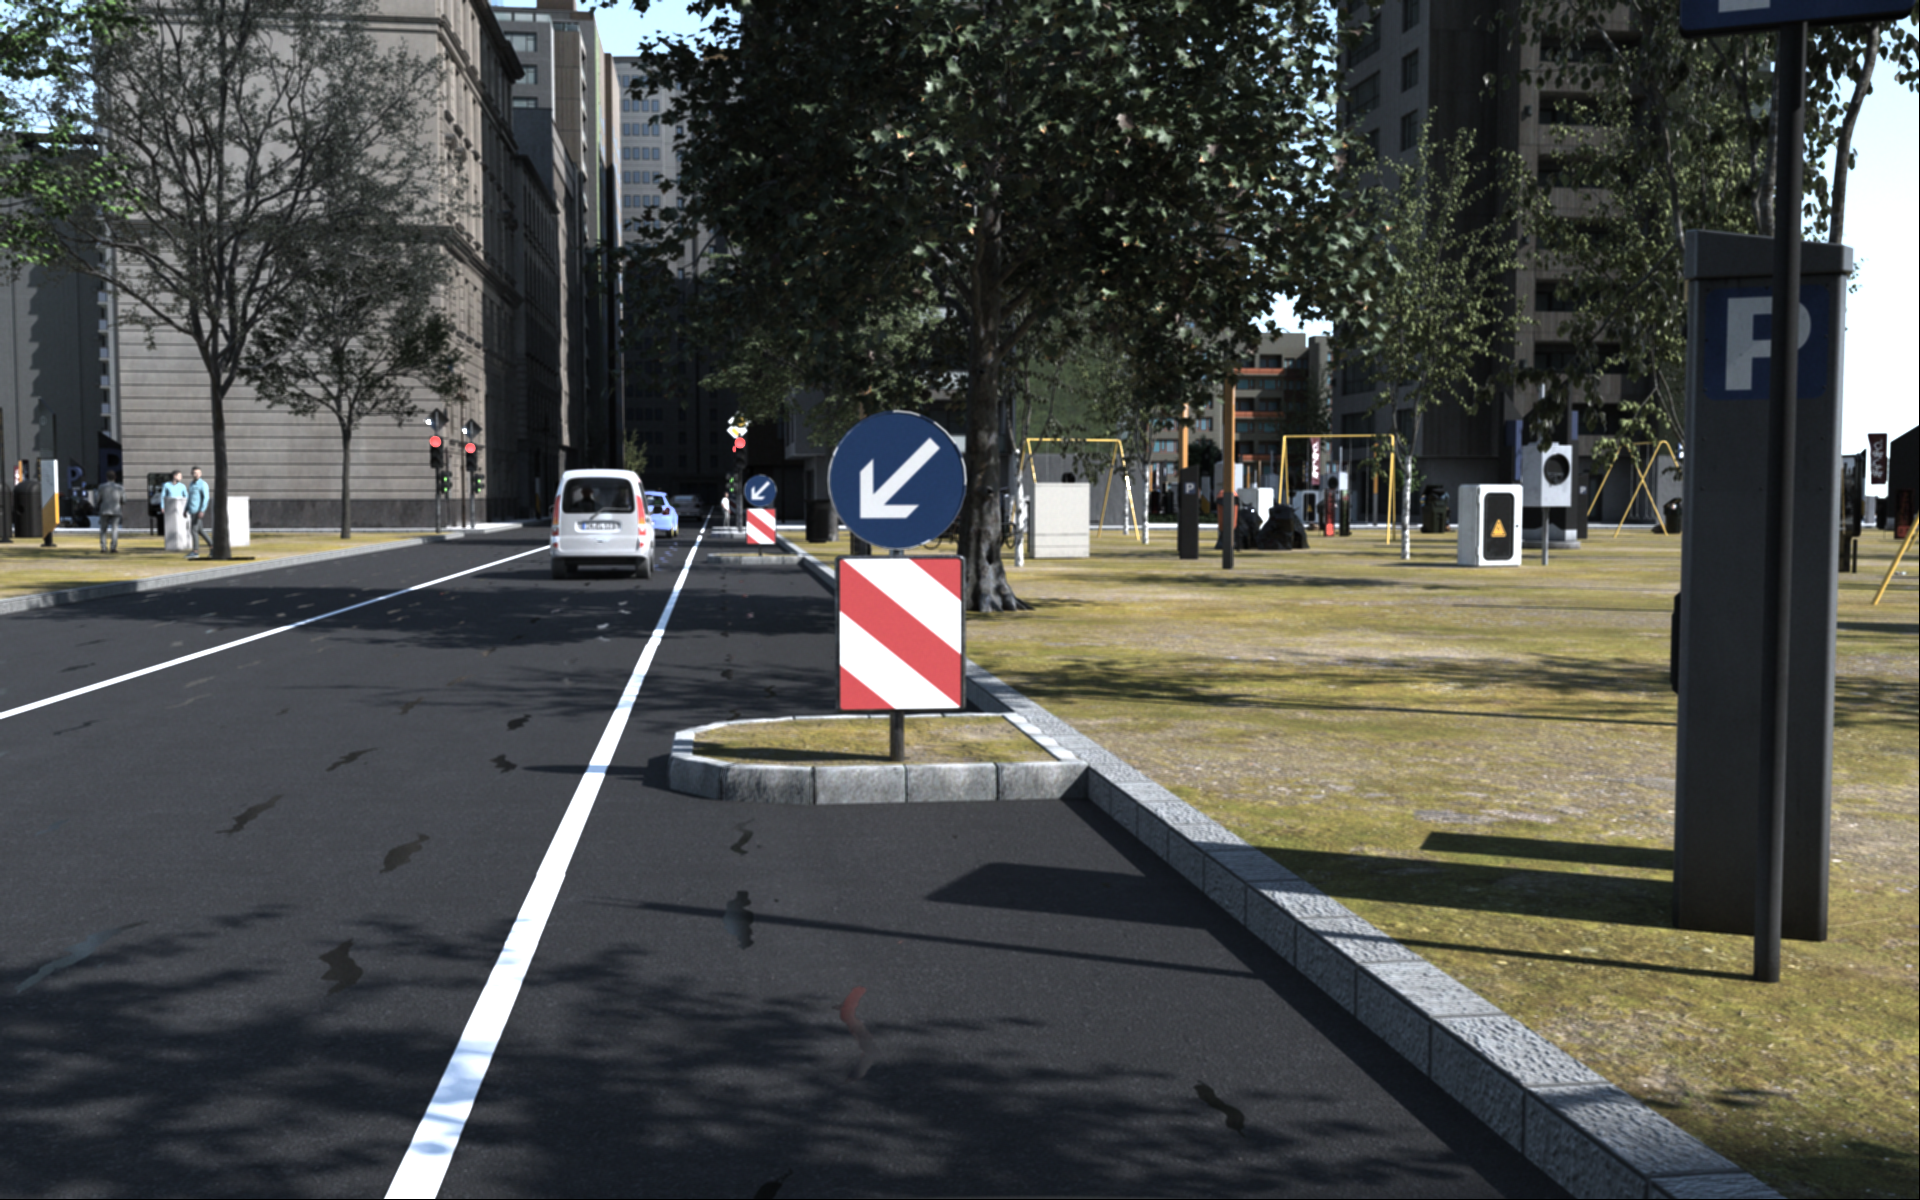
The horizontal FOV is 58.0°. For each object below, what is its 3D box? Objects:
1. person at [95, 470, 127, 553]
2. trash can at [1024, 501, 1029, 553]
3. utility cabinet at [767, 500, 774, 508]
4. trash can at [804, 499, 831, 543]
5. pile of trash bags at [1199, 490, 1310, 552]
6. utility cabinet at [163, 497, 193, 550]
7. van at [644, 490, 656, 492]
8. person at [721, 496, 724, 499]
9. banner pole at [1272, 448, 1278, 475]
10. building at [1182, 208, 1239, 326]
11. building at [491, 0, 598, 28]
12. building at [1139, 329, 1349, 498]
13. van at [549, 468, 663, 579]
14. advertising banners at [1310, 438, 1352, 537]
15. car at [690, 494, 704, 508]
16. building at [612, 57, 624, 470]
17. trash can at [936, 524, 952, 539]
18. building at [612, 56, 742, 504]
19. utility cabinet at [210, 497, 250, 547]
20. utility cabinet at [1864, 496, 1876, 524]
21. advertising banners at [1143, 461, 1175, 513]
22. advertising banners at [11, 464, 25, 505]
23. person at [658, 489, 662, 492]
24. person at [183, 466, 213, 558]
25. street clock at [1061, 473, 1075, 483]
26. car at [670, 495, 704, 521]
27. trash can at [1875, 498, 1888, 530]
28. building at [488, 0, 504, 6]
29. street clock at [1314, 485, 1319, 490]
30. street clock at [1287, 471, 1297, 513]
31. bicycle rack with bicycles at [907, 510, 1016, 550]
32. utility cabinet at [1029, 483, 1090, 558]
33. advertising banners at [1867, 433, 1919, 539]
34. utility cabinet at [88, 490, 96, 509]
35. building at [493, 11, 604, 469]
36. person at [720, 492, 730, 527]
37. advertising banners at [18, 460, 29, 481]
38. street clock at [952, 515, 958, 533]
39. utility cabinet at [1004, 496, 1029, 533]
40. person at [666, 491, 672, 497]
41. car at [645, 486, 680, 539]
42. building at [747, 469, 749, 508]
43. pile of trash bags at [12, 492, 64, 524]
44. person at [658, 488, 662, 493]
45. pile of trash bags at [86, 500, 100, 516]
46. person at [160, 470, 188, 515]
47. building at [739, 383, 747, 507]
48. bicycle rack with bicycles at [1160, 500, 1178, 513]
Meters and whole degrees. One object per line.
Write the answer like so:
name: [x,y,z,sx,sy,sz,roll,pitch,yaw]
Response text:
person: [-18.507,-1.927,37.741,0.606,1.804,0.583,-2,4,-32]
trash can: [1.719,-1.506,36.280,0.748,1.137,0.748,0,3,0]
utility cabinet: [-8.149,-3.885,74.677,0.306,1.237,1.020,0,4,-5]
trash can: [-3.754,-2.075,45.575,0.748,1.137,0.748,0,3,0]
pile of trash bags: [6.707,-1.839,39.815,1.912,1.369,3.447,2,4,31]
utility cabinet: [-18.015,-1.759,39.923,0.306,1.237,1.020,0,4,-5]
van: [-29.003,-9.464,161.741,2.013,2.044,4.112,-1,4,-10]
person: [-24.814,-10.651,183.353,0.721,1.735,1.217,3,4,37]
banner pole: [17.091,-6.364,94.060,0.401,3.779,0.863,-1,4,-20]
building: [29.702,-35.952,237.930,14.200,45.320,14.600,0,4,-8]
building: [-39.757,-31.089,158.417,14.600,45.320,14.200,0,4,-8]
building: [33.344,-22.354,210.526,28.899,21.520,27.650,0,4,-8]
van: [-6.282,-1.445,30.643,2.013,2.044,4.112,-1,4,-8]
advertising banners: [11.138,-3.418,52.079,2.074,3.025,0.090,-3,5,-41]
car: [-27.743,-10.322,180.767,2.014,1.417,4.499,0,4,-7]
building: [-41.067,-31.953,172.545,14.600,45.320,14.200,0,4,-8]
trash can: [-0.530,-2.347,50.035,0.748,1.137,0.748,0,3,0]
building: [-41.140,-42.165,231.401,28.212,58.520,21.231,0,4,-8]
utility cabinet: [-17.902,-1.916,42.492,0.306,1.237,1.020,1,4,18]
utility cabinet: [39.506,-3.916,75.189,0.306,1.237,1.020,1,4,20]
advertising banners: [10.294,-5.800,91.022,2.074,3.025,0.090,1,4,22]
advertising banners: [-58.880,-6.789,107.184,0.090,3.025,2.074,1,4,13]
person: [-18.285,-5.873,105.356,0.563,1.720,0.643,-2,4,-29]
person: [-15.340,-1.780,35.005,0.748,1.841,0.638,-3,5,-41]
street clock: [3.656,-3.304,58.586,0.471,2.002,0.358,-3,5,-43]
car: [-14.670,-4.888,92.286,2.083,1.381,4.827,-1,4,-8]
trash can: [33.511,-3.121,62.681,0.748,1.137,0.748,0,3,0]
building: [-71.352,-55.910,226.806,31.000,86.520,22.319,0,4,-8]
street clock: [22.362,-6.360,108.550,0.358,2.002,0.471,-1,4,-13]
street clock: [10.537,-3.090,55.084,0.358,2.002,0.471,2,4,24]
bicycle rack with bicycles: [0.262,-1.627,39.982,2.852,0.926,2.925,3,5,45]
utility cabinet: [1.969,-1.572,34.379,1.173,1.500,0.318,-1,4,-19]
advertising banners: [26.880,-3.241,49.182,2.074,3.025,0.090,2,4,27]
utility cabinet: [-52.026,-5.817,103.782,0.318,1.500,1.173,-1,4,-22]
building: [-37.422,-28.178,144.302,14.154,41.232,14.086,0,4,-8]
person: [-9.561,-3.654,70.841,0.523,1.515,0.503,-1,4,-9]
advertising banners: [-47.469,-5.673,88.943,0.090,3.025,2.074,0,4,6]
street clock: [-0.183,-3.149,56.054,0.471,2.002,0.358,-2,4,-29]
utility cabinet: [1.974,-2.870,58.093,1.020,1.237,0.306,-2,4,-34]
person: [-35.270,-12.254,208.816,1.348,1.831,0.705,-2,4,-29]
car: [-10.200,-2.895,56.920,1.945,1.707,3.694,0,4,-6]
building: [-14.567,-35.563,205.162,21.300,48.544,21.600,0,4,-8]
pile of trash bags: [-40.090,-3.990,74.986,3.447,1.369,1.912,1,4,20]
person: [-19.454,-6.354,112.490,0.391,1.810,0.635,0,4,1]
pile of trash bags: [-50.120,-5.612,101.516,3.447,1.369,1.912,0,4,2]
person: [-18.501,-2.139,40.872,0.638,1.841,0.748,-1,4,-18]
building: [-9.045,-20.567,181.309,27.650,21.520,28.899,0,4,-8]
bicycle rack with bicycles: [11.940,-5.629,105.420,2.925,0.926,2.852,1,4,9]
